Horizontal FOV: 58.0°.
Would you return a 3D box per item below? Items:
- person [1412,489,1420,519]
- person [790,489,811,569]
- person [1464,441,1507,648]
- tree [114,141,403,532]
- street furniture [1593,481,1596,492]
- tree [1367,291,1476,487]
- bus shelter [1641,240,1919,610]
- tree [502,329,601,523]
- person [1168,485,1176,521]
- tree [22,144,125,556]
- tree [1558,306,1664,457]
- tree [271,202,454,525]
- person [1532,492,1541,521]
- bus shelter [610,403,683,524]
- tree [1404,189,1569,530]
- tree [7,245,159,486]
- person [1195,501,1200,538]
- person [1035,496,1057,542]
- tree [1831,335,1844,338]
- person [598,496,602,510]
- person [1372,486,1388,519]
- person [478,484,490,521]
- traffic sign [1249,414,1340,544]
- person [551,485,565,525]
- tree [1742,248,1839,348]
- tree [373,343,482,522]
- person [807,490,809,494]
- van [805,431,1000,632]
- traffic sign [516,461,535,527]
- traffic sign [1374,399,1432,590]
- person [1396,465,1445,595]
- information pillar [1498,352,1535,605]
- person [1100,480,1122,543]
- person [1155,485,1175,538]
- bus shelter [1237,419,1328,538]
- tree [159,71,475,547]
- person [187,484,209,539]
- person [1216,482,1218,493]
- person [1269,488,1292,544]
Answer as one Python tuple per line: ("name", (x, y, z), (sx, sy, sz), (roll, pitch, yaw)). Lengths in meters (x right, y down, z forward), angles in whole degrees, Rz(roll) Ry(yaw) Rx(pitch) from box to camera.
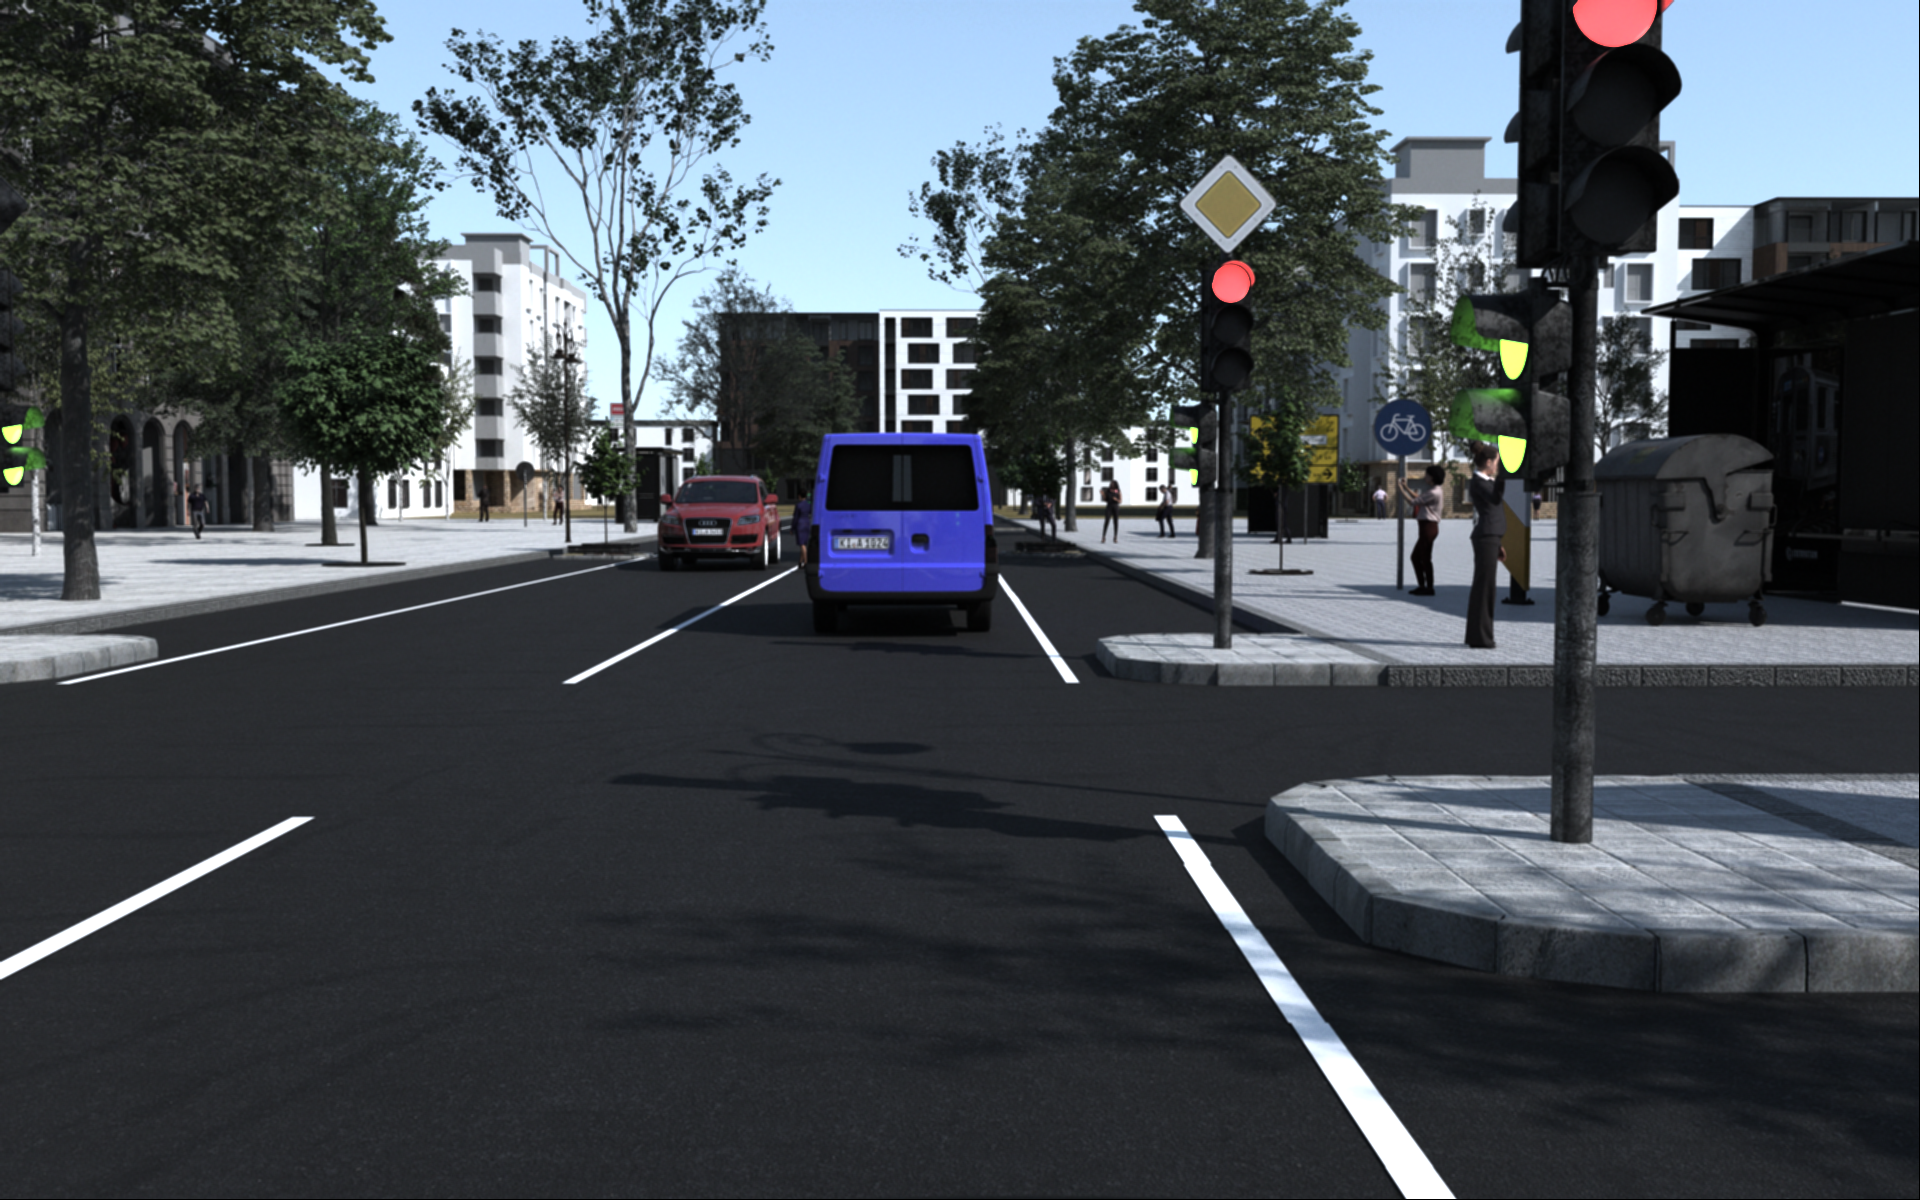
("person", (23.511, -4.932, 89.144), (0.387, 1.526, 0.523), (3, 5, 40))
("person", (-3.112, -1.370, 33.275), (0.546, 1.535, 0.453), (2, 4, 28))
("person", (4.448, -0.459, 14.354), (0.445, 1.727, 0.742), (-1, 4, -12))
("tree", (-23.757, -9.294, 58.616), (9.857, 13.997, 8.962), (0, 3, 0))
("street furniture", (21.067, -2.444, 46.810), (9.812, 1.723, 11.010), (1, 4, 14))
("tree", (16.949, -6.827, 61.978), (4.737, 8.622, 4.395), (0, 3, 0))
("bus shelter", (9.578, -1.704, 19.148), (1.731, 3.624, 6.357), (0, 4, -1))
("tree", (-17.746, -7.746, 77.013), (4.360, 8.622, 3.978), (0, 3, 0))
("person", (10.051, -4.638, 82.699), (0.431, 1.722, 0.655), (-1, 4, -21))
("tree", (-19.363, -5.214, 35.606), (4.360, 8.622, 3.978), (0, 3, 0))
("tree", (32.062, -9.240, 85.492), (7.601, 10.594, 8.767), (0, 4, 8))
("tree", (-24.521, -9.983, 70.651), (7.806, 13.903, 7.818), (0, 3, 0))
("person", (27.846, -4.548, 83.643), (0.421, 1.427, 0.697), (1, 4, 20))
("bus shelter", (-14.315, -6.188, 78.806), (2.179, 5.291, 8.768), (0, 4, -1))
("tree", (13.095, -5.658, 42.870), (4.360, 8.622, 3.978), (0, 3, 0))
("tree", (-25.135, -6.036, 49.045), (4.737, 8.622, 4.395), (0, 3, 0))
("person", (7.130, -2.573, 50.576), (0.387, 1.526, 0.523), (3, 5, 43))
("person", (2.455, -2.428, 48.644), (0.683, 1.767, 0.568), (0, 4, -4))
("tree", (29.072, -6.467, 56.095), (4.737, 8.622, 4.395), (0, 3, 0))
("person", (-28.615, -8.002, 137.662), (1.217, 1.735, 0.721), (0, 4, -4))
("person", (21.225, -4.928, 87.550), (0.756, 1.711, 0.436), (1, 4, 11))
("person", (-22.416, -4.571, 81.465), (0.600, 1.739, 0.565), (1, 4, 13))
("traffic sign", (8.503, -3.076, 44.163), (2.265, 3.308, 0.079), (1, 4, 8))
("person", (-16.795, -3.968, 72.385), (0.566, 1.644, 0.517), (-2, 4, -34))
("tree", (33.332, -8.094, 66.743), (7.601, 10.594, 8.767), (-3, 4, -38))
("tree", (-25.693, -8.289, 85.881), (4.737, 8.622, 4.395), (0, 3, 0))
("person", (-14.937, -9.893, 170.254), (0.705, 1.824, 1.348), (1, 4, 15))
("van", (-0.658, -0.936, 19.681), (2.240, 2.365, 5.245), (0, 4, -2))
("traffic sign", (-16.993, -4.133, 67.675), (0.768, 2.556, 0.104), (0, 4, 8))
("traffic sign", (5.916, -1.413, 23.210), (0.768, 2.556, 0.104), (0, 4, 7))
("person", (5.828, -0.883, 21.943), (0.517, 1.644, 0.566), (-2, 4, -27))
("information pillar", (6.466, -1.761, 20.149), (0.183, 3.616, 0.504), (-2, 4, -26))
("person", (3.958, -2.320, 45.452), (0.593, 1.643, 0.415), (-2, 4, -29))
("person", (6.029, -2.604, 50.826), (0.590, 1.554, 0.614), (0, 4, 5))
("bus shelter", (9.879, -3.786, 53.180), (1.731, 3.624, 6.357), (0, 4, -1))
("tree", (-15.724, -7.153, 42.705), (9.928, 11.665, 9.643), (0, 3, 0))
("person", (-21.572, -2.500, 49.128), (0.569, 1.553, 0.471), (-1, 4, -9))
("person", (7.787, -2.748, 51.672), (0.504, 1.737, 0.576), (1, 4, 12))
("person", (8.309, -2.318, 44.856), (0.530, 1.710, 0.541), (0, 4, 1))
